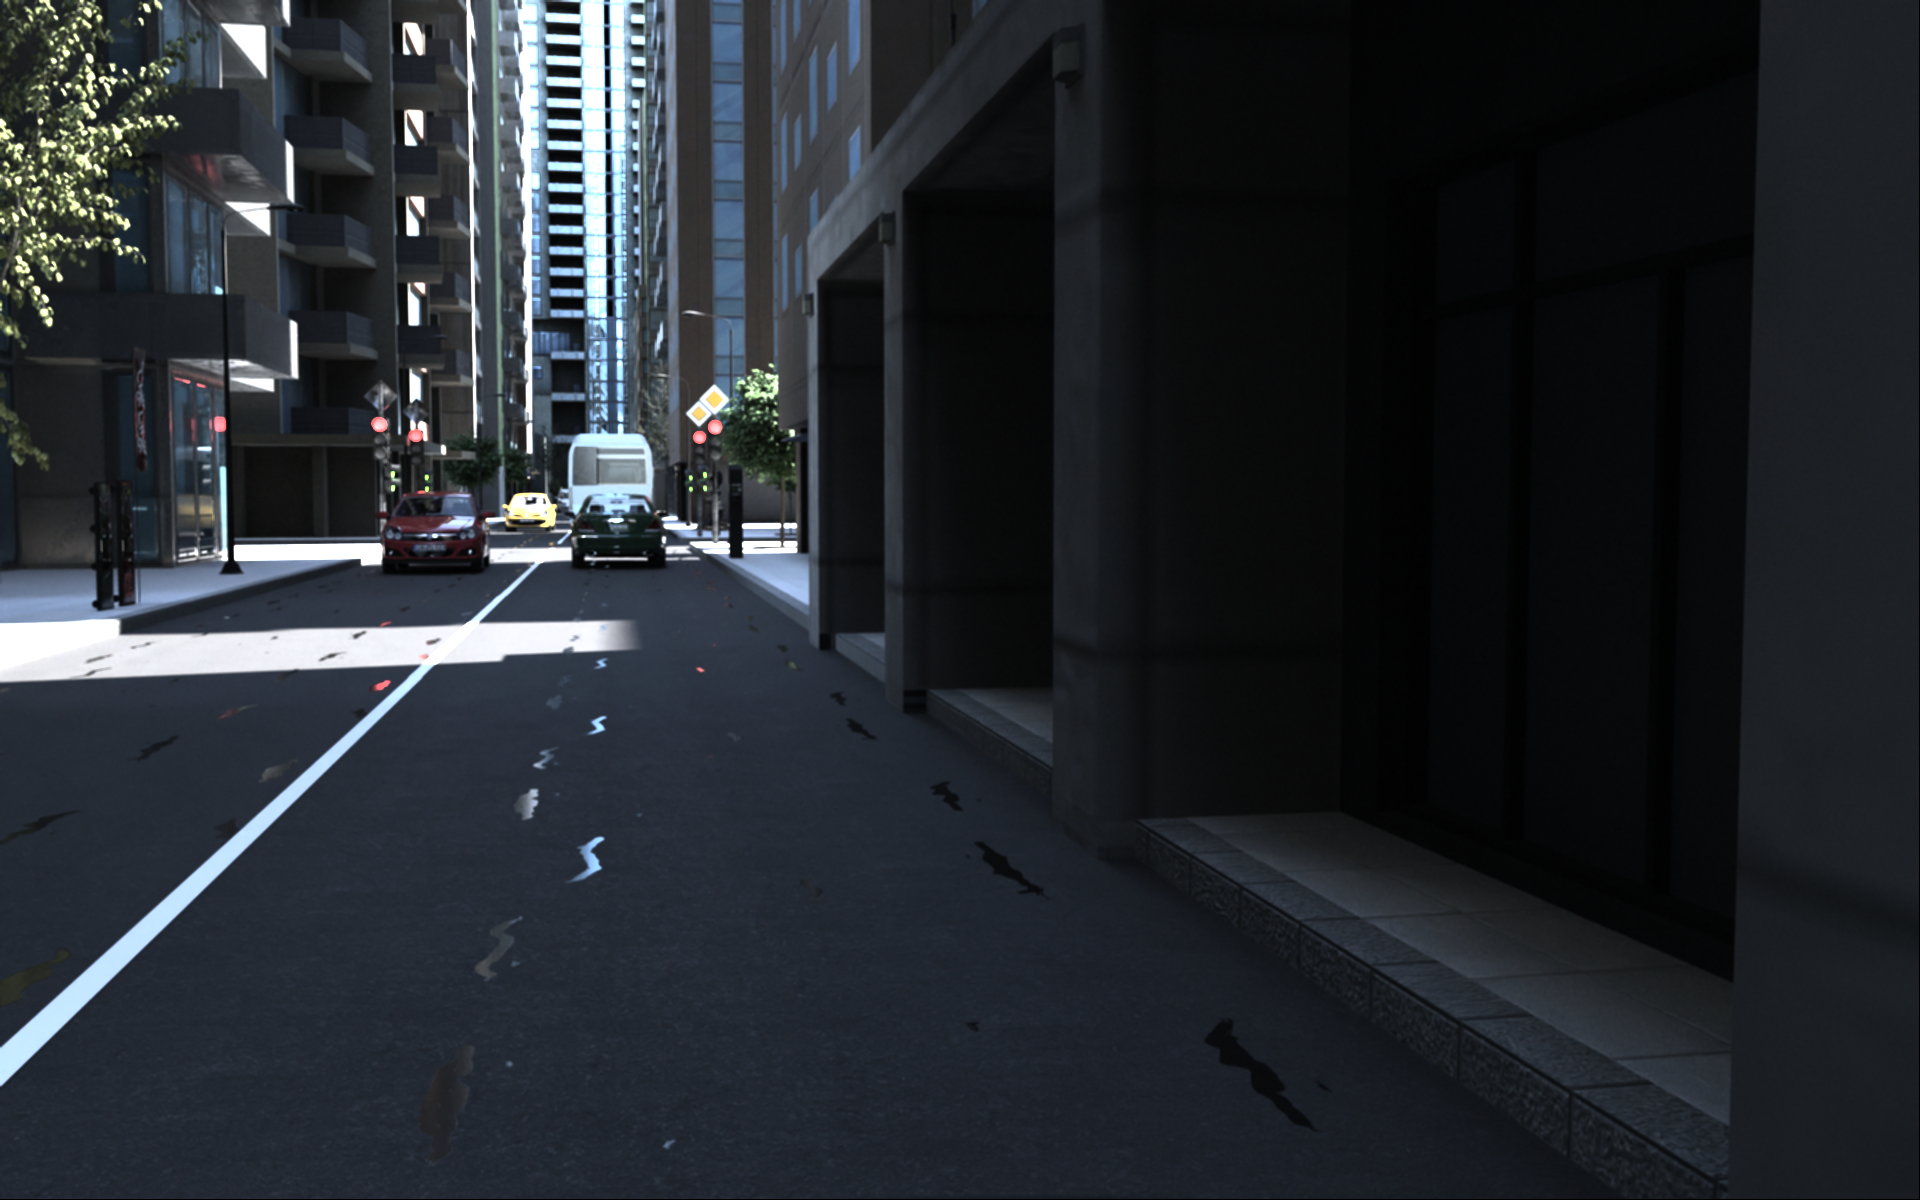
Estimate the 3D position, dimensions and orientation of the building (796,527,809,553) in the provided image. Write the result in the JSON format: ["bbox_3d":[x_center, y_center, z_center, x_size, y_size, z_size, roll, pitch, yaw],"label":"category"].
[{"bbox_3d":[4.108,-23.345,31.805,14.600,45.320,14.200,-1,4,-11],"label":"building"}]

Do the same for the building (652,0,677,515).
[{"bbox_3d":[-8.469,-30.149,112.542,23.786,49.044,30.456,-1,4,-11],"label":"building"}]

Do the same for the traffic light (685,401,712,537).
[{"bbox_3d":[-7.870,-3.869,52.176,0.839,4.253,0.868,-1,4,-11],"label":"traffic light"}]

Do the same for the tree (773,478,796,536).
[{"bbox_3d":[-5.351,-3.624,53.855,1.663,3.219,1.824,0,3,0],"label":"tree"}]

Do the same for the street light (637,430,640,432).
[{"bbox_3d":[-22.831,-9.375,125.825,1.470,5.913,1.316,-1,4,-11],"label":"street light"}]

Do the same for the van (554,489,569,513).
[{"bbox_3d":[-30.395,-7.783,134.258,2.013,2.044,4.112,-1,4,-12],"label":"van"}]

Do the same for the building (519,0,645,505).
[{"bbox_3d":[-45.931,-55.231,215.695,31.000,86.520,22.319,-1,4,-11],"label":"building"}]

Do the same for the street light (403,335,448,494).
[{"bbox_3d":[-15.678,-4.782,50.727,1.470,5.913,1.316,-1,4,-11],"label":"street light"}]

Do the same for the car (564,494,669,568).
[{"bbox_3d":[-6.981,-1.435,35.268,2.131,1.459,4.920,-1,4,-12],"label":"car"}]

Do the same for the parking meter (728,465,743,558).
[{"bbox_3d":[-4.494,-1.774,34.710,0.255,1.863,0.399,-1,4,-12],"label":"parking meter"}]

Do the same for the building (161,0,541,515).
[{"bbox_3d":[-45.860,-31.607,136.382,23.786,49.044,30.456,-1,4,-11],"label":"building"}]

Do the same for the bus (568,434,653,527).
[{"bbox_3d":[-11.995,-3.972,59.796,2.948,3.499,13.247,-1,4,-11],"label":"bus"}]

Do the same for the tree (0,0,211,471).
[{"bbox_3d":[-9.620,-4.041,16.426,4.737,8.622,4.395,0,3,0],"label":"tree"}]

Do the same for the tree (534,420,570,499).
[{"bbox_3d":[-41.139,-13.681,174.041,4.360,8.622,3.978,0,3,0],"label":"tree"}]

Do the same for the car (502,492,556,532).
[{"bbox_3d":[-16.530,-3.451,66.643,2.015,1.641,3.980,-1,4,-10],"label":"car"}]

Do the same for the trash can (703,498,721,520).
[{"bbox_3d":[-9.654,-3.419,67.547,0.748,1.137,0.748,0,3,0],"label":"trash can"}]

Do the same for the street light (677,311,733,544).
[{"bbox_3d":[-6.382,-4.390,44.317,1.470,5.913,1.316,-1,4,-11],"label":"street light"}]

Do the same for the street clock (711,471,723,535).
[{"bbox_3d":[-7.585,-3.011,53.803,0.358,2.002,0.471,-3,5,-39],"label":"street clock"}]

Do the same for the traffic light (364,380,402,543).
[{"bbox_3d":[-14.243,-3.292,42.737,0.839,4.253,0.868,-1,4,-11],"label":"traffic light"}]

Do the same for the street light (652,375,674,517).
[{"bbox_3d":[-11.168,-5.820,67.699,1.470,5.913,1.316,-1,4,-11],"label":"street light"}]

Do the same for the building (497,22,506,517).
[{"bbox_3d":[-31.772,-24.895,90.635,14.154,41.232,14.086,-1,4,-11],"label":"building"}]

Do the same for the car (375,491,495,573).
[{"bbox_3d":[-9.917,-1.458,32.887,2.155,1.783,4.494,-1,4,-13],"label":"car"}]

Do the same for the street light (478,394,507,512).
[{"bbox_3d":[-21.684,-6.588,80.262,1.470,5.913,1.316,-1,4,-11],"label":"street light"}]

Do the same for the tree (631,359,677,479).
[{"bbox_3d":[-15.248,-8.715,92.851,4.360,8.622,3.978,0,3,0],"label":"tree"}]

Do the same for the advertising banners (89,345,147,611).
[{"bbox_3d":[-9.609,-1.448,19.869,0.090,3.025,2.074,-1,4,-9],"label":"advertising banners"}]

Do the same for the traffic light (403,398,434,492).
[{"bbox_3d":[-15.819,-3.770,50.566,0.839,4.253,0.868,-1,4,-11],"label":"traffic light"}]

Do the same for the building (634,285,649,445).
[{"bbox_3d":[-15.822,-19.272,160.134,27.650,21.520,28.899,-1,4,-11],"label":"building"}]

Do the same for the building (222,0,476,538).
[{"bbox_3d":[-29.410,-24.854,60.992,22.147,44.769,28.867,-1,4,-11],"label":"building"}]

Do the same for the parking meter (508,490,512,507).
[{"bbox_3d":[-29.871,-6.709,115.409,0.399,1.863,0.255,1,4,19],"label":"parking meter"}]

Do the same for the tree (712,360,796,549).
[{"bbox_3d":[-4.214,-3.513,41.156,4.285,4.588,4.351,0,3,0],"label":"tree"}]

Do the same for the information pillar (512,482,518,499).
[{"bbox_3d":[-26.347,-6.002,102.623,0.304,2.012,0.304,0,4,-3],"label":"information pillar"}]

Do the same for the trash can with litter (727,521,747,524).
[{"bbox_3d":[-10.049,-3.859,74.157,2.233,1.210,1.678,-1,4,-22],"label":"trash can with litter"}]

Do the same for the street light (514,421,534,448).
[{"bbox_3d":[-27.612,-8.379,109.533,1.470,5.913,1.316,-1,4,-11],"label":"street light"}]

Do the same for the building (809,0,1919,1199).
[{"bbox_3d":[10.578,-34.752,6.448,20.563,71.187,20.611,-1,4,-11],"label":"building"}]

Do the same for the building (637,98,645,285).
[{"bbox_3d":[-28.734,-33.248,193.709,14.600,45.320,14.200,-1,4,-11],"label":"building"}]

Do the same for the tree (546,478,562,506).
[{"bbox_3d":[-45.498,-12.321,196.044,1.663,3.219,1.824,0,3,0],"label":"tree"}]

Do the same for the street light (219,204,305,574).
[{"bbox_3d":[-11.186,-3.379,27.781,1.470,5.913,1.316,-1,4,-11],"label":"street light"}]

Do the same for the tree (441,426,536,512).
[{"bbox_3d":[-23.474,-6.083,83.165,4.285,4.588,4.351,0,3,0],"label":"tree"}]

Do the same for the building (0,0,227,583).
[{"bbox_3d":[-27.289,-24.848,25.871,30.456,49.044,23.786,-1,4,-11],"label":"building"}]

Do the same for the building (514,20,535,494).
[{"bbox_3d":[-46.938,-31.173,159.786,14.600,45.320,14.200,-1,4,-11],"label":"building"}]

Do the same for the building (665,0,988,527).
[{"bbox_3d":[-6.758,-26.423,82.123,14.600,45.320,14.200,-1,4,-11],"label":"building"}]

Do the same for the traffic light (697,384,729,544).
[{"bbox_3d":[-6.294,-3.390,44.347,0.839,4.253,0.868,-1,4,-11],"label":"traffic light"}]

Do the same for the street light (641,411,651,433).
[{"bbox_3d":[-16.985,-7.606,96.902,1.470,5.913,1.316,-1,4,-11],"label":"street light"}]

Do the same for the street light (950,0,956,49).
[{"bbox_3d":[-0.594,-2.608,15.181,1.470,5.913,1.316,-1,4,-11],"label":"street light"}]

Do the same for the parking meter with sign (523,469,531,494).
[{"bbox_3d":[-30.206,-7.558,119.830,0.543,3.016,1.738,-2,4,-30],"label":"parking meter with sign"}]

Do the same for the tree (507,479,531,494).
[{"bbox_3d":[-29.123,-7.301,113.978,1.663,3.219,1.824,0,3,0],"label":"tree"}]

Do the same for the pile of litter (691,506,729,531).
[{"bbox_3d":[-8.596,-2.879,61.030,1.719,0.858,1.176,2,4,24],"label":"pile of litter"}]

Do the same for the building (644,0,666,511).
[{"bbox_3d":[-17.739,-27.741,137.164,14.154,41.232,14.086,-1,4,-11],"label":"building"}]
